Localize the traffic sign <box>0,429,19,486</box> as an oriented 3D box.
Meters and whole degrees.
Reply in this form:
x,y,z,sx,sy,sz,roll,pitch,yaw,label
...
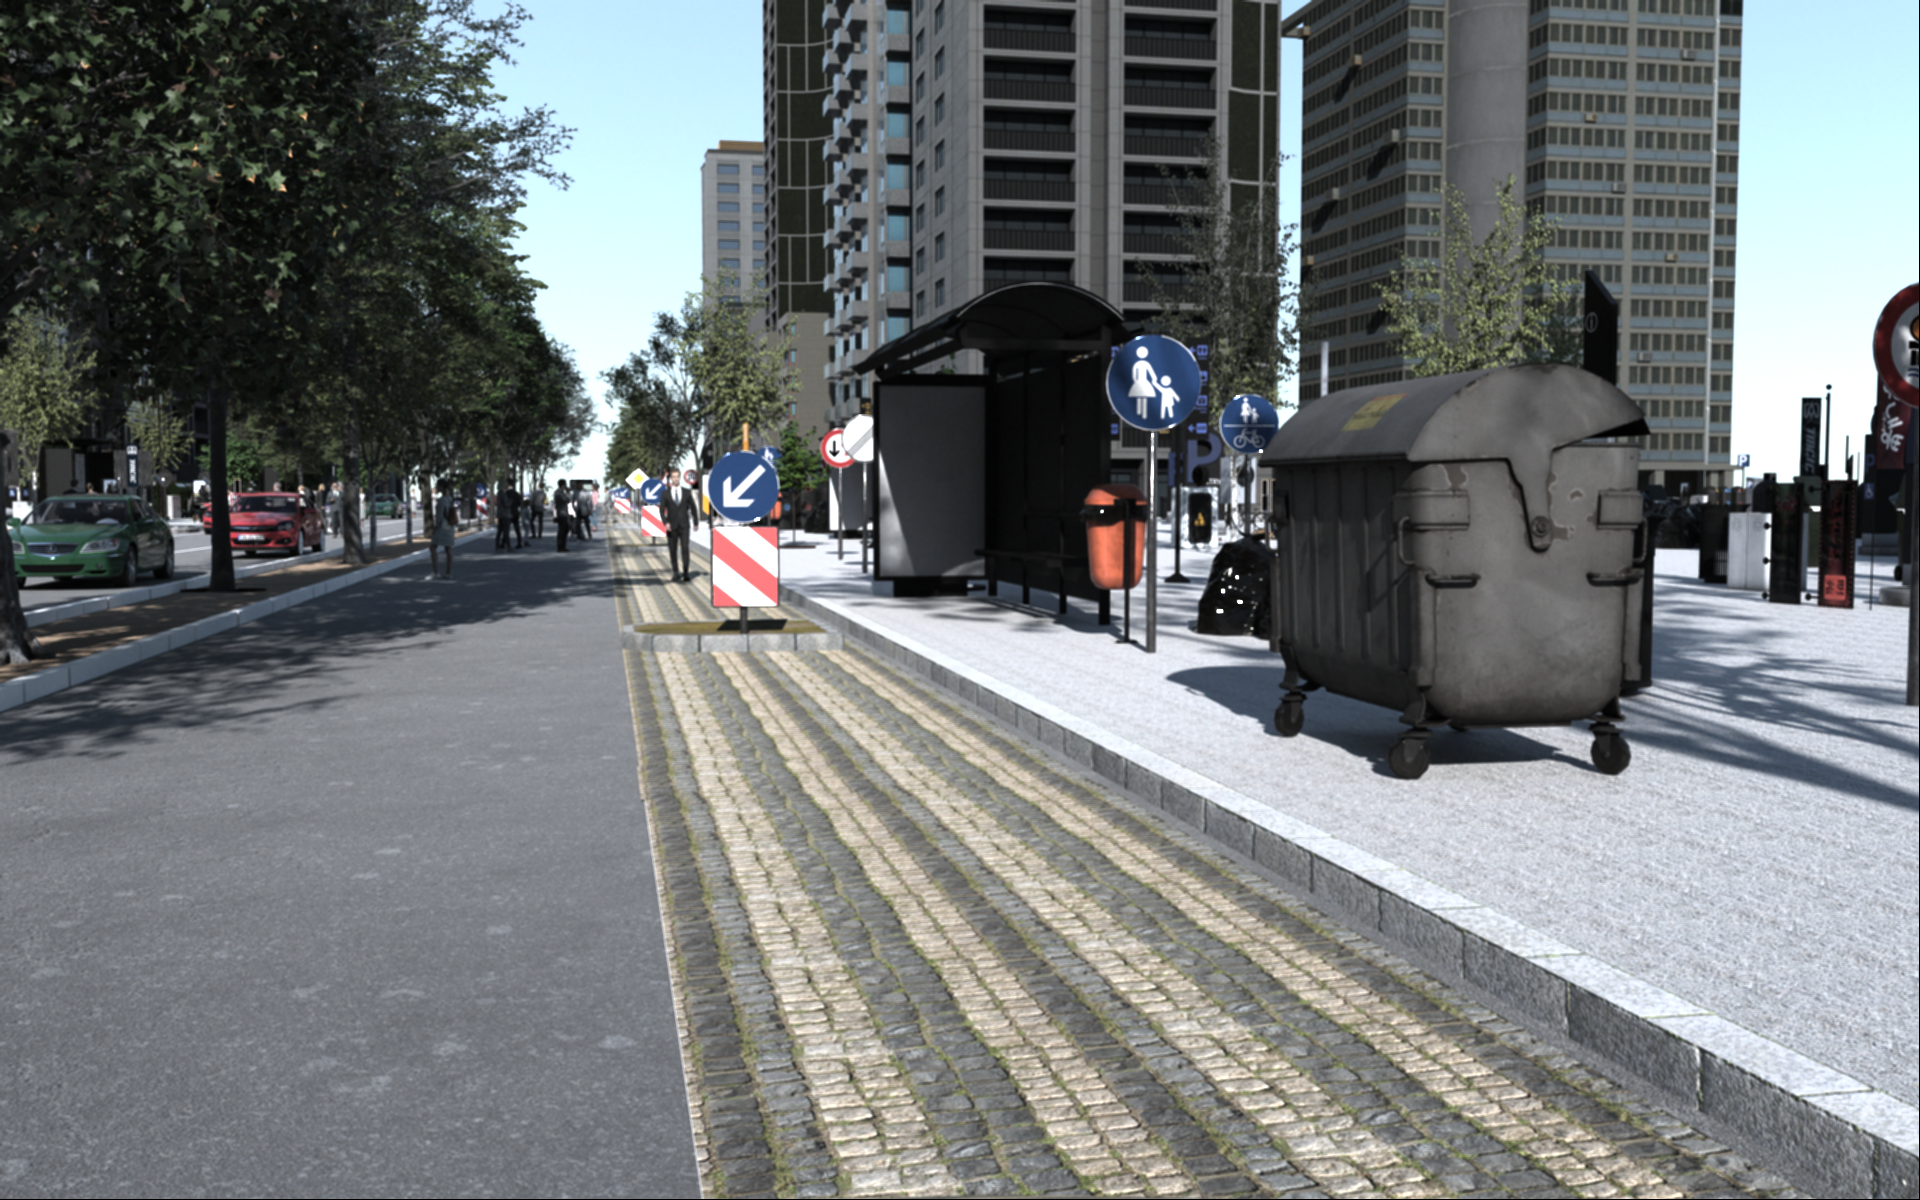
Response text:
x,y,z,sx,sy,sz,roll,pitch,yaw,label
-30.609,-3.682,54.077,2.265,3.308,0.079,0,4,-8,traffic sign

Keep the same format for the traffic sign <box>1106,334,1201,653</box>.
x,y,z,sx,sy,sz,roll,pitch,yaw,label
1.546,-0.846,13.938,0.768,2.556,0.104,0,4,-3,traffic sign

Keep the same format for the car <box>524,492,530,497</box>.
x,y,z,sx,sy,sz,roll,pitch,yaw,label
-70.462,-16.669,282.127,1.945,1.707,3.694,-1,4,-13,car

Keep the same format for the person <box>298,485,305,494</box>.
x,y,z,sx,sy,sz,roll,pitch,yaw,label
-27.564,-3.909,72.635,0.641,1.798,0.478,-2,4,-32,person

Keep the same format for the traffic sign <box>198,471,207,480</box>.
x,y,z,sx,sy,sz,roll,pitch,yaw,label
-41.979,-5.886,96.341,0.768,2.556,0.104,-1,4,-9,traffic sign

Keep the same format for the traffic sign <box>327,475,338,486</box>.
x,y,z,sx,sy,sz,roll,pitch,yaw,label
-42.877,-7.248,118.513,0.884,2.594,0.081,0,4,-3,traffic sign

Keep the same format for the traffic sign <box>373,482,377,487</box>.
x,y,z,sx,sy,sz,roll,pitch,yaw,label
-48.174,-8.675,141.945,0.768,2.556,0.104,-1,4,-8,traffic sign

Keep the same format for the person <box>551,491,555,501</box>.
x,y,z,sx,sy,sz,roll,pitch,yaw,label
-49.767,-12.491,212.708,1.348,1.826,0.705,-3,4,-36,person

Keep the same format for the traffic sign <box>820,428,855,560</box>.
x,y,z,sx,sy,sz,roll,pitch,yaw,label
-2.332,-2.056,33.728,0.768,2.556,0.104,0,4,-6,traffic sign

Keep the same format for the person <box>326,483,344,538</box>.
x,y,z,sx,sy,sz,roll,pitch,yaw,label
-20.364,-2.931,56.600,0.661,1.801,0.590,-2,4,-24,person

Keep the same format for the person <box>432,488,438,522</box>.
x,y,z,sx,sy,sz,roll,pitch,yaw,label
-26.914,-4.873,88.740,0.524,1.755,0.480,2,4,34,person

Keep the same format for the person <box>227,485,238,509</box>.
x,y,z,sx,sy,sz,roll,pitch,yaw,label
-24.371,-2.982,58.090,0.563,1.720,0.643,2,4,35,person

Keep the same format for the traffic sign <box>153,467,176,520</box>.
x,y,z,sx,sy,sz,roll,pitch,yaw,label
-29.413,-3.697,64.086,0.795,2.450,0.064,-1,4,-12,traffic sign

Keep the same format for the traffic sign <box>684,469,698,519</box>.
x,y,z,sx,sy,sz,roll,pitch,yaw,label
-13.855,-5.458,89.339,0.768,2.556,0.104,-1,4,-9,traffic sign

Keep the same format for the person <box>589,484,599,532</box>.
x,y,z,sx,sy,sz,roll,pitch,yaw,label
-14.030,-3.534,66.296,0.388,1.821,0.555,-3,5,-40,person

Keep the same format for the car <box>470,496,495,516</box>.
x,y,z,sx,sy,sz,roll,pitch,yaw,label
-31.289,-6.143,113.010,1.945,1.354,3.894,-1,4,-12,car

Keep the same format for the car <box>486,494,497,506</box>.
x,y,z,sx,sy,sz,roll,pitch,yaw,label
-56.507,-12.182,208.214,2.155,1.783,4.494,-1,4,-11,car

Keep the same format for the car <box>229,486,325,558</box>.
x,y,z,sx,sy,sz,roll,pitch,yaw,label
-15.935,-1.898,40.076,2.155,1.783,4.494,-1,4,-11,car

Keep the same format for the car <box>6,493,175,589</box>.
x,y,z,sx,sy,sz,roll,pitch,yaw,label
-13.920,-0.977,27.767,2.131,1.459,4.920,-1,4,-14,car

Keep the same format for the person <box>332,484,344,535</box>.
x,y,z,sx,sy,sz,roll,pitch,yaw,label
-21.609,-3.153,60.448,0.834,1.777,0.661,3,5,44,person

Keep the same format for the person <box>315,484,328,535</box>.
x,y,z,sx,sy,sz,roll,pitch,yaw,label
-22.748,-3.230,61.529,0.699,1.804,1.509,-1,4,-10,person

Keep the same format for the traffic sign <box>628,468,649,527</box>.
x,y,z,sx,sy,sz,roll,pitch,yaw,label
-12.524,-3.909,67.561,0.795,2.450,0.064,-1,4,-12,traffic sign

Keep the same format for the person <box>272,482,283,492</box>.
x,y,z,sx,sy,sz,roll,pitch,yaw,label
-20.070,-2.565,50.840,0.834,1.777,0.661,2,4,32,person

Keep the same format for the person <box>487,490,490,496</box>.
x,y,z,sx,sy,sz,roll,pitch,yaw,label
-39.734,-8.425,146.648,0.661,1.777,0.834,-3,5,-44,person

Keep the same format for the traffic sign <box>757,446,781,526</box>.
x,y,z,sx,sy,sz,roll,pitch,yaw,label
-5.073,-2.809,46.040,0.768,2.556,0.104,0,4,-5,traffic sign

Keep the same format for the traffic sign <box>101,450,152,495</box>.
x,y,z,sx,sy,sz,roll,pitch,yaw,label
-38.654,-5.290,80.360,2.265,3.308,0.079,0,4,-3,traffic sign

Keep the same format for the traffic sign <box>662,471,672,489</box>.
x,y,z,sx,sy,sz,roll,pitch,yaw,label
-16.448,-5.956,97.378,0.884,2.594,0.081,0,4,-5,traffic sign

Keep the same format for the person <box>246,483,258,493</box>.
x,y,z,sx,sy,sz,roll,pitch,yaw,label
-30.560,-4.094,74.793,0.474,1.900,0.648,3,5,40,person

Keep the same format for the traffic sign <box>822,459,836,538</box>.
x,y,z,sx,sy,sz,roll,pitch,yaw,label
-3.622,-3.060,50.137,0.768,2.556,0.104,-1,4,-10,traffic sign

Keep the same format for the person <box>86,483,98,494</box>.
x,y,z,sx,sy,sz,roll,pitch,yaw,label
-26.896,-2.745,53.722,0.374,1.781,0.599,3,4,36,person

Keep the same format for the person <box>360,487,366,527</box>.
x,y,z,sx,sy,sz,roll,pitch,yaw,label
-25.982,-4.040,75.119,0.480,1.755,0.524,-3,5,-43,person

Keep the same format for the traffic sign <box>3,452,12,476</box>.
x,y,z,sx,sy,sz,roll,pitch,yaw,label
-28.745,-3.162,51.808,0.768,2.556,0.104,0,4,-4,traffic sign

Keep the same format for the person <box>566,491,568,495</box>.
x,y,z,sx,sy,sz,roll,pitch,yaw,label
-33.265,-8.466,146.935,0.388,1.821,0.555,-1,4,-23,person

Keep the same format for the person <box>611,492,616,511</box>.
x,y,z,sx,sy,sz,roll,pitch,yaw,label
-28.797,-8.147,143.513,0.589,1.601,0.330,0,4,-7,person

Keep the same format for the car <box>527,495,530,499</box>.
x,y,z,sx,sy,sz,roll,pitch,yaw,label
-50.766,-11.920,206.889,2.014,1.417,4.499,-1,4,-12,car

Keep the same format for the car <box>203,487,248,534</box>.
x,y,z,sx,sy,sz,roll,pitch,yaw,label
-26.302,-3.307,63.102,2.155,1.783,4.494,-1,4,-12,car

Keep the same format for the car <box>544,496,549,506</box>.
x,y,z,sx,sy,sz,roll,pitch,yaw,label
-52.729,-12.704,217.929,2.015,1.641,3.980,-1,4,-10,car

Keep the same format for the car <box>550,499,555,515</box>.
x,y,z,sx,sy,sz,roll,pitch,yaw,label
-26.992,-6.494,118.537,2.083,1.381,4.827,-1,4,-12,car

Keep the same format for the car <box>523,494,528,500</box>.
x,y,z,sx,sy,sz,roll,pitch,yaw,label
-67.972,-15.709,269.209,2.083,1.381,4.827,-1,4,-12,car

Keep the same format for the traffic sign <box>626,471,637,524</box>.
x,y,z,sx,sy,sz,roll,pitch,yaw,label
-14.149,-4.388,75.380,0.795,2.450,0.064,-1,4,-12,traffic sign

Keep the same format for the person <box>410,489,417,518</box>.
x,y,z,sx,sy,sz,roll,pitch,yaw,label
-32.800,-5.811,104.082,0.524,1.755,0.480,2,4,33,person

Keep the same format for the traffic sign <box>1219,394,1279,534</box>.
x,y,z,sx,sy,sz,roll,pitch,yaw,label
3.680,-1.348,22.144,0.768,2.556,0.104,0,4,-3,traffic sign

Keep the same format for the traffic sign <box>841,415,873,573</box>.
x,y,z,sx,sy,sz,roll,pitch,yaw,label
-1.540,-1.708,28.031,0.768,2.556,0.104,0,4,-6,traffic sign

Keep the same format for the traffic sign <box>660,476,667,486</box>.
x,y,z,sx,sy,sz,roll,pitch,yaw,label
-19.173,-6.773,110.737,0.884,2.594,0.081,0,4,-4,traffic sign

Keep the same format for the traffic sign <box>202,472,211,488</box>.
x,y,z,sx,sy,sz,roll,pitch,yaw,label
-31.038,-4.175,71.905,0.795,2.450,0.064,-1,4,-12,traffic sign

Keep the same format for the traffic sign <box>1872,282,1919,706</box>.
x,y,z,sx,sy,sz,roll,pitch,yaw,label
5.786,-0.631,10.429,0.768,2.556,0.104,-1,4,-10,traffic sign

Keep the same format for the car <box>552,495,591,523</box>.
x,y,z,sx,sy,sz,roll,pitch,yaw,label
-19.509,-4.578,87.208,2.083,1.381,4.827,-1,4,-11,car

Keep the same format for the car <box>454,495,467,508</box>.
x,y,z,sx,sy,sz,roll,pitch,yaw,label
-44.306,-8.545,152.288,1.945,1.354,3.894,-1,4,-12,car

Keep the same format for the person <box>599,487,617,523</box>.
x,y,z,sx,sy,sz,roll,pitch,yaw,label
-17.193,-4.642,84.678,0.850,1.792,0.678,0,3,0,person

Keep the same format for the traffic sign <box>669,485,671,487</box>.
x,y,z,sx,sy,sz,roll,pitch,yaw,label
-20.834,-7.665,125.322,0.884,2.594,0.081,-1,4,-11,traffic sign

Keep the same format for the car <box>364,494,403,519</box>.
x,y,z,sx,sy,sz,roll,pitch,yaw,label
-33.522,-5.432,100.607,2.131,1.459,4.920,-1,4,-11,car
